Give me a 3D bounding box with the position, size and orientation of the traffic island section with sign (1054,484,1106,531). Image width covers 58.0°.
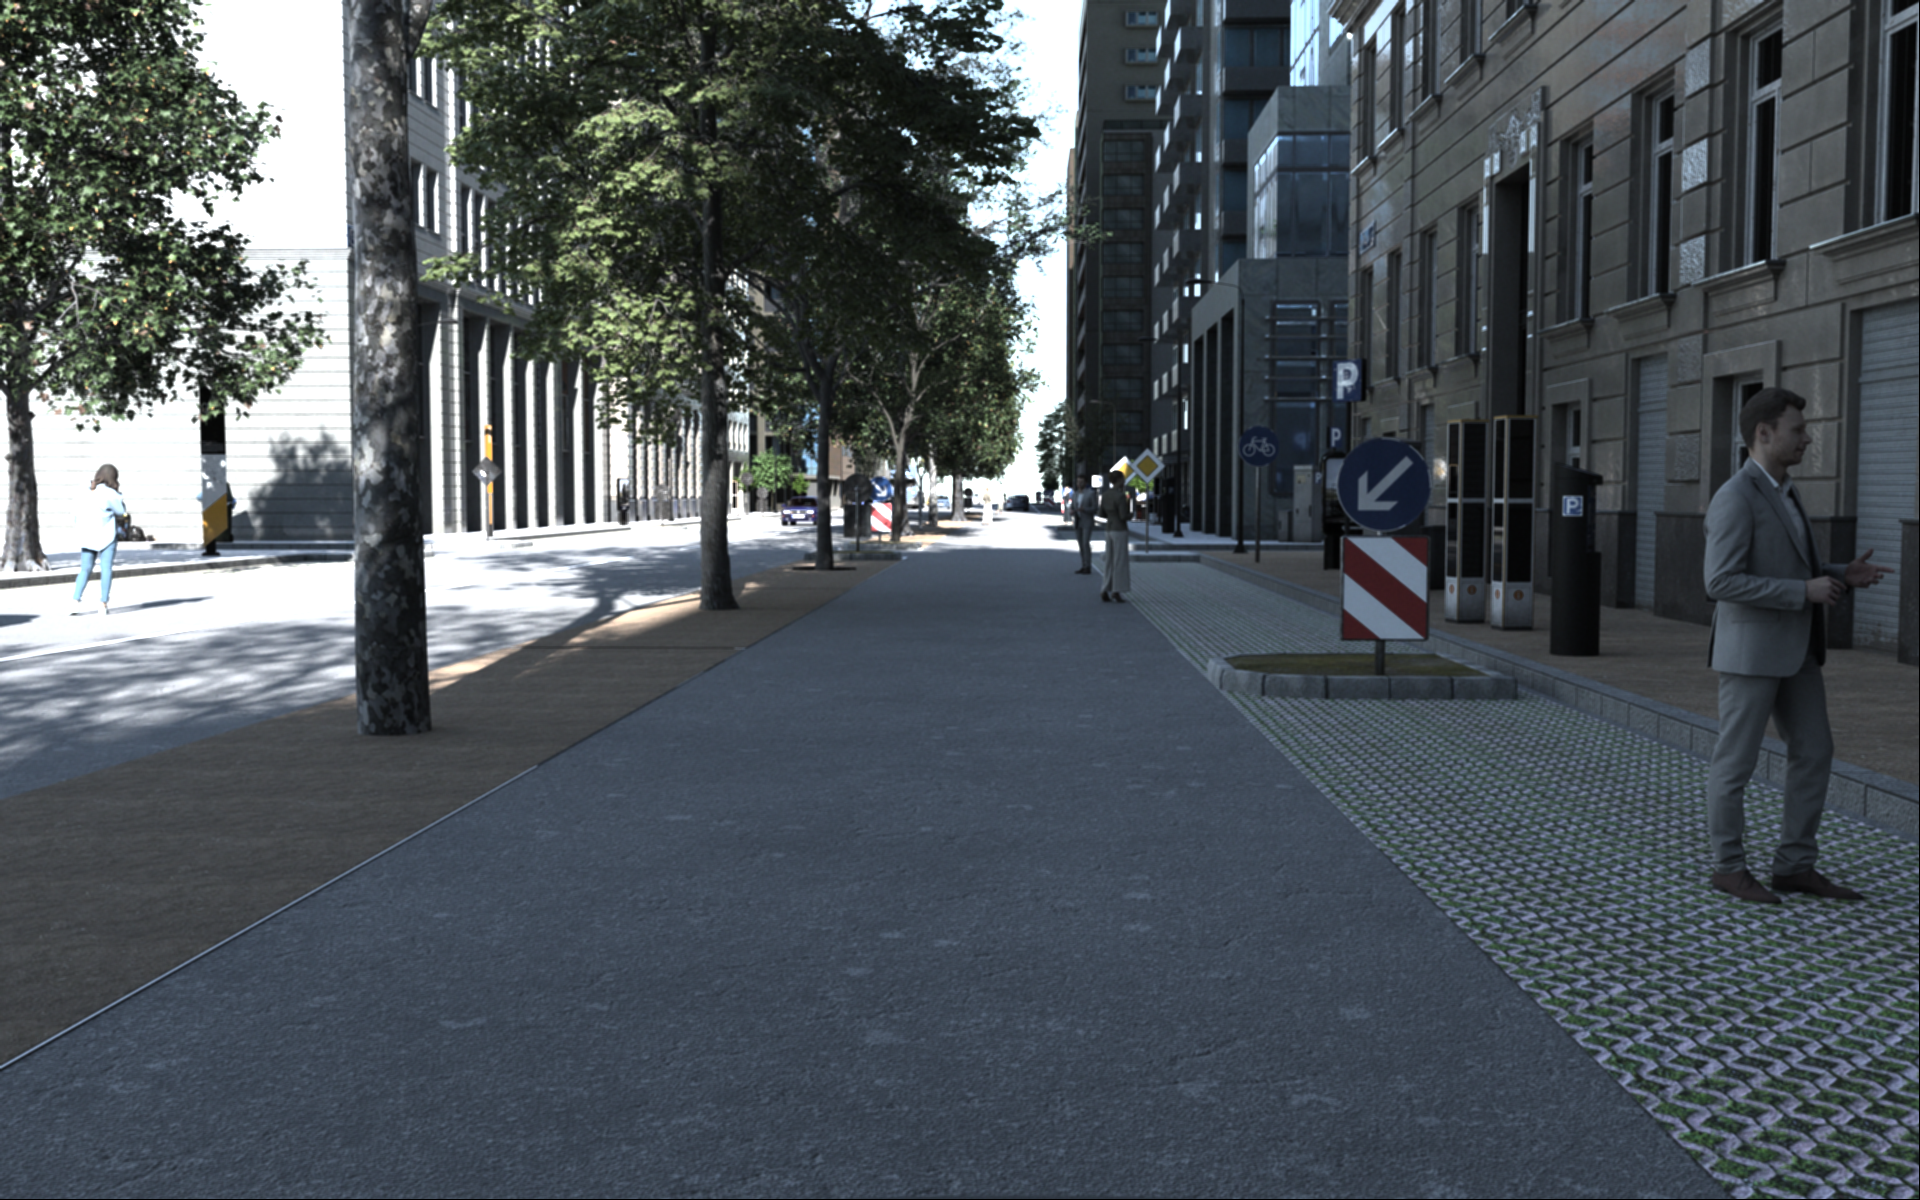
[{"bbox_3d":[4.802,-3.619,67.798,1.989,1.847,2.006,0,4,2],"label":"traffic island section with sign"}]

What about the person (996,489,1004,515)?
[{"bbox_3d":[2.718,-6.728,118.722,0.641,1.798,0.478,-1,4,-12],"label":"person"}]

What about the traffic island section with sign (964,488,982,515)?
[{"bbox_3d":[0.551,-6.878,120.589,2.006,1.907,1.989,0,4,2],"label":"traffic island section with sign"}]

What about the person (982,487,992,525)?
[{"bbox_3d":[1.285,-4.331,79.863,0.519,1.759,0.362,2,4,34],"label":"person"}]

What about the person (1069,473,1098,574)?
[{"bbox_3d":[2.168,-1.376,31.193,0.606,1.804,0.583,2,4,35],"label":"person"}]

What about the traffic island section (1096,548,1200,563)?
[{"bbox_3d":[4.080,-0.939,37.633,2.009,0.180,2.903,0,4,2],"label":"traffic island section"}]

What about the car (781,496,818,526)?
[{"bbox_3d":[-7.135,-4.091,79.466,1.945,1.354,3.894,0,4,3],"label":"car"}]

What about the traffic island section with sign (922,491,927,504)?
[{"bbox_3d":[-5.368,-15.082,255.214,1.989,1.847,2.006,0,4,2],"label":"traffic island section with sign"}]

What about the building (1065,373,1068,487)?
[{"bbox_3d":[25.376,-37.489,236.639,21.300,48.544,21.600,0,4,2],"label":"building"}]

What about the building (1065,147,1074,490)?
[{"bbox_3d":[20.440,-34.761,218.458,14.600,45.320,14.200,0,4,2],"label":"building"}]

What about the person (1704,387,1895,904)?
[{"bbox_3d":[2.896,0.163,6.038,0.583,1.804,0.606,3,5,44],"label":"person"}]

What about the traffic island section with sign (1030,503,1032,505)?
[{"bbox_3d":[10.358,-13.404,227.783,1.989,1.847,2.006,0,4,2],"label":"traffic island section with sign"}]

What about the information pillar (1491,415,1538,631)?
[{"bbox_3d":[5.220,-0.724,16.330,0.304,2.012,0.304,0,4,-5],"label":"information pillar"}]

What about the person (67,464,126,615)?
[{"bbox_3d":[-10.288,-0.724,20.599,0.793,1.790,0.793,-2,4,-34],"label":"person"}]

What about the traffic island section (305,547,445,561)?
[{"bbox_3d":[-12.901,-0.975,38.226,2.009,0.180,2.903,0,4,2],"label":"traffic island section"}]

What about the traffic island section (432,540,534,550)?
[{"bbox_3d":[-12.624,-1.463,46.206,2.009,0.180,2.903,0,4,2],"label":"traffic island section"}]

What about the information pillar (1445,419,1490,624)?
[{"bbox_3d":[5.037,-0.779,17.222,0.304,2.012,0.304,-1,4,-10],"label":"information pillar"}]

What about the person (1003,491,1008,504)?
[{"bbox_3d":[6.475,-14.776,250.107,0.705,1.821,1.348,3,5,43],"label":"person"}]

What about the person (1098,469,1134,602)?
[{"bbox_3d":[2.096,-0.848,22.921,0.362,1.759,0.519,-2,4,-35],"label":"person"}]

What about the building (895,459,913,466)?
[{"bbox_3d":[-14.864,-36.007,272.315,14.154,41.232,14.086,0,4,2],"label":"building"}]

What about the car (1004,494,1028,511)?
[{"bbox_3d":[4.714,-8.123,144.819,2.014,1.417,4.499,0,4,3],"label":"car"}]

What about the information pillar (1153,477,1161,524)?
[{"bbox_3d":[8.449,-4.266,74.246,0.304,2.012,0.304,0,4,5],"label":"information pillar"}]

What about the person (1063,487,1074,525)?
[{"bbox_3d":[4.968,-4.344,79.944,0.534,1.772,0.576,-3,5,-40],"label":"person"}]

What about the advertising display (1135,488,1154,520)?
[{"bbox_3d":[9.021,-4.832,84.219,0.974,1.923,0.123,1,4,11],"label":"advertising display"}]

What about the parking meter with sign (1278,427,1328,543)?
[{"bbox_3d":[9.177,-3.021,45.648,0.543,3.016,1.738,-3,5,-41],"label":"parking meter with sign"}]

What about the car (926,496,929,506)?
[{"bbox_3d":[-3.189,-12.358,212.272,2.015,1.641,3.980,0,4,2],"label":"car"}]

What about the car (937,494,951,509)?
[{"bbox_3d":[-1.819,-9.473,166.892,2.014,1.417,4.499,0,3,0],"label":"car"}]

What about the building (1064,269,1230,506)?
[{"bbox_3d":[27.331,-58.087,262.397,22.319,86.520,31.000,0,4,2],"label":"building"}]

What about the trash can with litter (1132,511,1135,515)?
[{"bbox_3d":[9.968,-5.584,102.690,0.624,1.170,1.055,-3,4,-36],"label":"trash can with litter"}]

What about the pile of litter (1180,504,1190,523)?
[{"bbox_3d":[10.329,-3.853,76.954,1.176,0.858,1.719,3,4,36],"label":"pile of litter"}]

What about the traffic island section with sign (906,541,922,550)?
[{"bbox_3d":[-2.048,-2.285,45.496,2.006,1.907,1.989,0,4,2],"label":"traffic island section with sign"}]

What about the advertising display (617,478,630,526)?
[{"bbox_3d":[-13.641,-3.972,70.150,0.123,1.923,0.974,1,4,13],"label":"advertising display"}]

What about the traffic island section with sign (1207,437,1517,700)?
[{"bbox_3d":[2.899,-0.265,12.954,1.989,1.847,2.006,0,4,2],"label":"traffic island section with sign"}]

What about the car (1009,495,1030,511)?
[{"bbox_3d":[5.059,-8.359,149.250,1.945,1.354,3.894,0,4,1],"label":"car"}]

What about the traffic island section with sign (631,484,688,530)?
[{"bbox_3d":[-11.851,-3.671,68.653,1.989,1.847,2.006,0,4,2],"label":"traffic island section with sign"}]

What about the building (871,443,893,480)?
[{"bbox_3d":[-19.978,-38.487,248.877,23.786,49.044,30.456,0,4,2],"label":"building"}]

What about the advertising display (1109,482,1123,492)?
[{"bbox_3d":[7.365,-4.685,81.809,0.123,1.923,0.974,-2,4,-28],"label":"advertising display"}]

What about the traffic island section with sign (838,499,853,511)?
[{"bbox_3d":[-9.171,-8.388,145.771,1.989,1.847,2.006,0,4,2],"label":"traffic island section with sign"}]

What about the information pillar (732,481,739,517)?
[{"bbox_3d":[-12.664,-5.690,97.525,0.304,2.012,0.304,1,4,9],"label":"information pillar"}]

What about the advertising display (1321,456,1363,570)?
[{"bbox_3d":[6.596,-1.468,29.215,0.974,1.923,0.123,0,4,-1],"label":"advertising display"}]

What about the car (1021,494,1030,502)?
[{"bbox_3d":[8.043,-13.137,223.823,2.155,1.783,4.494,0,4,1],"label":"car"}]

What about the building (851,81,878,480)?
[{"bbox_3d":[-24.130,-38.577,219.969,28.713,52.752,27.495,0,4,2],"label":"building"}]

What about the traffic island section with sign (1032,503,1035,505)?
[{"bbox_3d":[8.429,-10.005,172.210,1.989,1.847,2.006,0,4,2],"label":"traffic island section with sign"}]

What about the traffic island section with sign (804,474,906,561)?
[{"bbox_3d":[-2.315,-1.832,38.093,2.006,1.907,1.989,0,4,2],"label":"traffic island section with sign"}]

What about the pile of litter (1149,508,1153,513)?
[{"bbox_3d":[12.748,-6.274,116.553,1.719,0.858,1.176,1,4,12],"label":"pile of litter"}]

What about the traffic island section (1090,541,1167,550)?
[{"bbox_3d":[4.357,-1.427,45.613,2.009,0.180,2.903,0,4,2],"label":"traffic island section"}]

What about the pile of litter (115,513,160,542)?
[{"bbox_3d":[-22.428,-1.989,46.480,1.719,0.858,1.176,1,4,9],"label":"pile of litter"}]

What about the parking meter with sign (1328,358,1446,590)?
[{"bbox_3d":[5.757,-1.633,22.962,1.738,3.016,0.543,-2,4,-31],"label":"parking meter with sign"}]

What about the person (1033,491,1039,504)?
[{"bbox_3d":[10.370,-13.647,231.557,1.348,1.831,0.705,3,4,38],"label":"person"}]

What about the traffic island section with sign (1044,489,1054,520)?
[{"bbox_3d":[5.742,-5.269,94.784,1.989,1.847,2.006,0,4,2],"label":"traffic island section with sign"}]

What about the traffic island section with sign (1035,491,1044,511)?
[{"bbox_3d":[7.477,-8.335,144.911,1.989,1.847,2.006,0,4,2],"label":"traffic island section with sign"}]

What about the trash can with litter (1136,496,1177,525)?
[{"bbox_3d":[8.184,-3.698,71.514,1.678,1.210,2.233,0,4,1],"label":"trash can with litter"}]

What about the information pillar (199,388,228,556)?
[{"bbox_3d":[-15.520,-2.730,35.987,0.504,3.616,0.183,-1,4,-18],"label":"information pillar"}]

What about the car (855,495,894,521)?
[{"bbox_3d":[-3.443,-3.695,72.420,2.014,1.417,4.499,0,4,2],"label":"car"}]

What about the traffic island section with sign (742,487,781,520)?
[{"bbox_3d":[-10.915,-5.319,95.592,1.989,1.847,2.006,0,4,2],"label":"traffic island section with sign"}]
